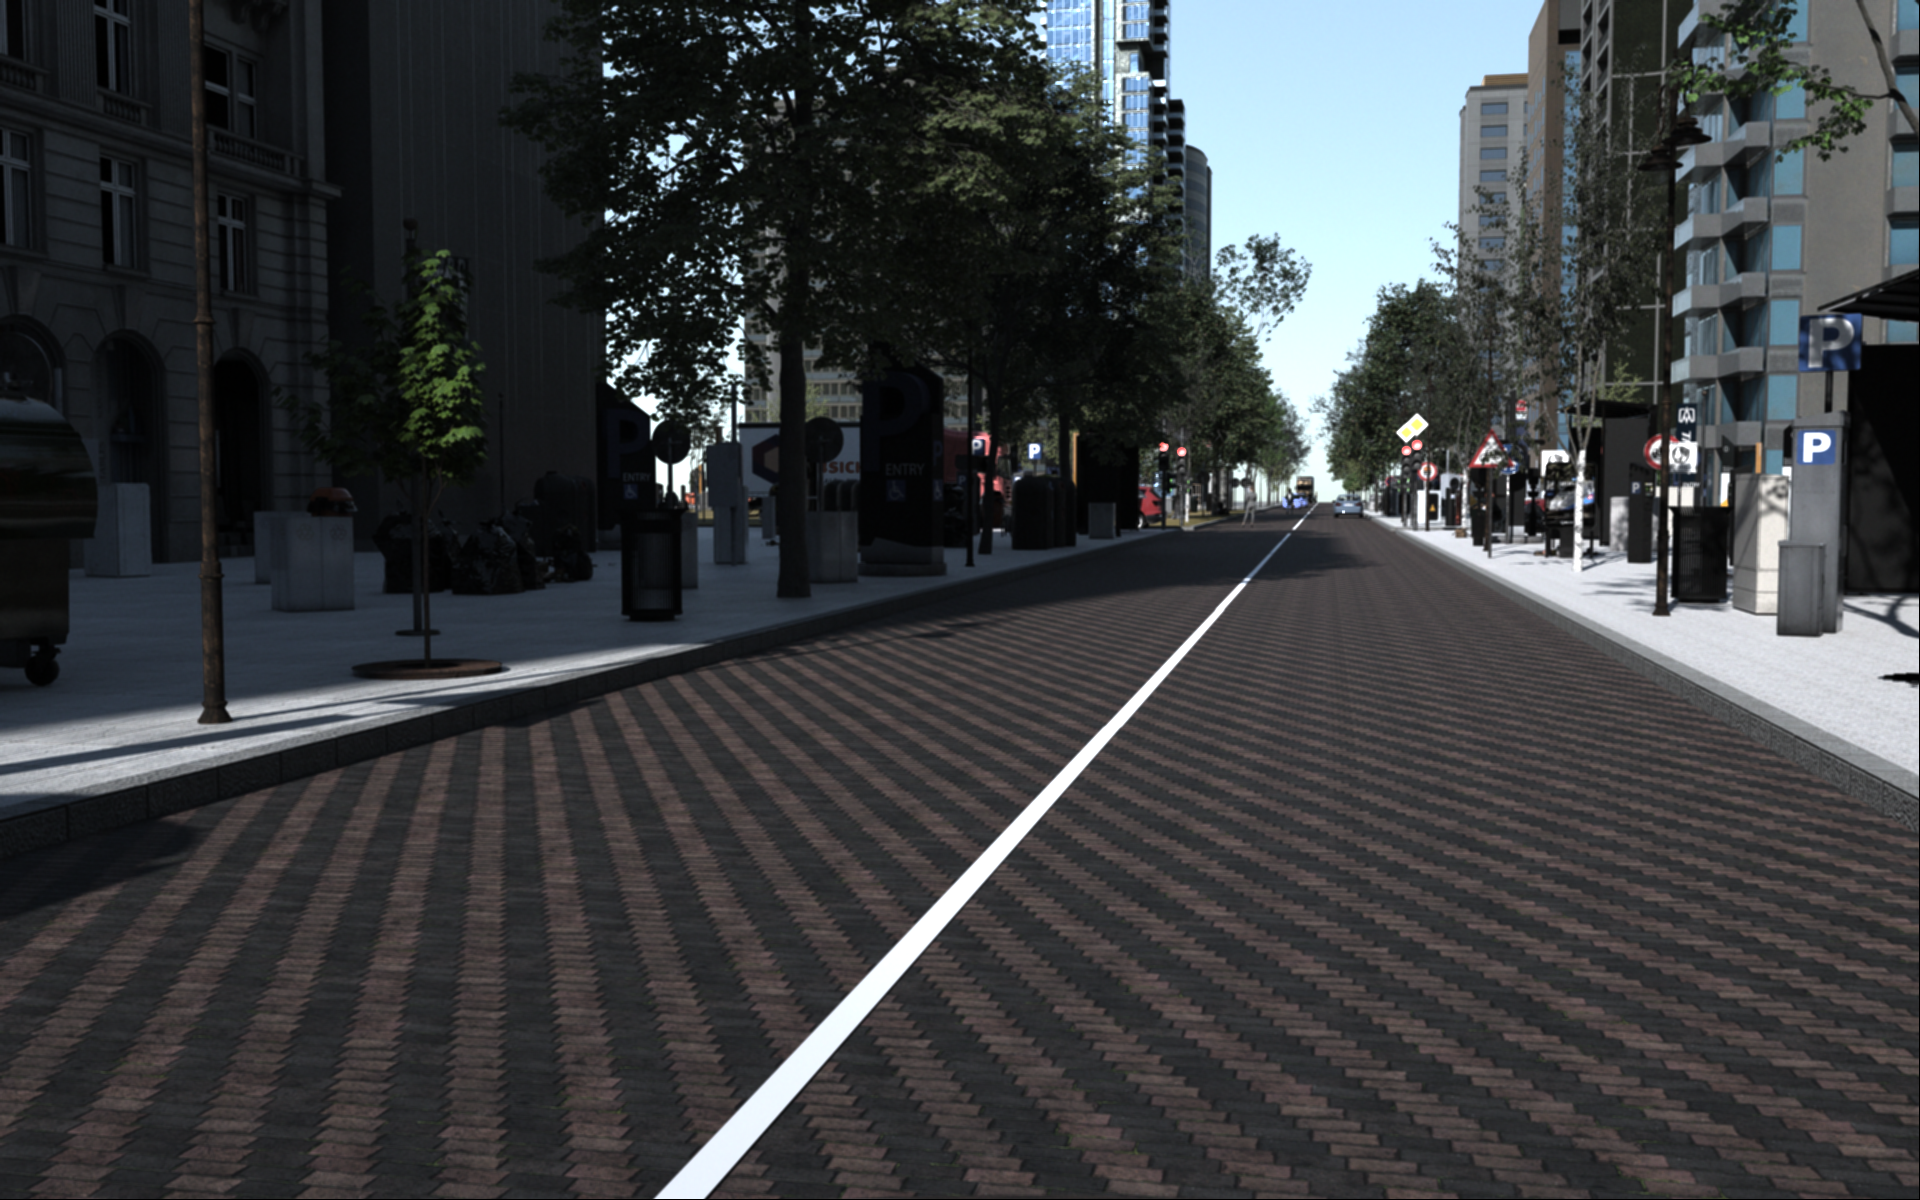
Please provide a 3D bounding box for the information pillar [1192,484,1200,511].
[{"bbox_3d":[17.242,-7.512,127.308,0.304,2.012,0.304,1,4,16],"label":"information pillar"}]

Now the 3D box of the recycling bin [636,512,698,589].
[{"bbox_3d":[-4.015,-0.684,23.735,0.722,1.027,0.722,-1,4,-20],"label":"recycling bin"}]

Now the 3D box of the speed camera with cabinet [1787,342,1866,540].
[{"bbox_3d":[11.372,-1.766,23.207,0.660,3.252,2.038,-1,4,-12],"label":"speed camera with cabinet"}]

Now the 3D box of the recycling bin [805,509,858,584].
[{"bbox_3d":[-1.976,-0.776,25.247,0.722,1.027,0.722,-3,5,-43],"label":"recycling bin"}]

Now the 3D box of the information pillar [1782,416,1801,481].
[{"bbox_3d":[25.111,-3.728,52.305,0.183,3.616,0.504,-3,5,-42],"label":"information pillar"}]

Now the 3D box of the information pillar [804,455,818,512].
[{"bbox_3d":[-2.757,-1.629,31.132,0.304,2.012,0.304,-3,5,-43],"label":"information pillar"}]

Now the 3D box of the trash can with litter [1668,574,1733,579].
[{"bbox_3d":[11.899,-0.935,26.349,2.233,1.210,1.678,1,4,13],"label":"trash can with litter"}]

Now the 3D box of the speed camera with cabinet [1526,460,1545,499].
[{"bbox_3d":[33.998,-6.552,101.459,2.038,3.252,0.660,-3,4,-38],"label":"speed camera with cabinet"}]

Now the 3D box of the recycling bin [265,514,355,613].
[{"bbox_3d":[-7.184,-0.406,19.200,0.722,1.027,0.722,-3,4,-37],"label":"recycling bin"}]

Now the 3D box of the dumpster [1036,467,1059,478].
[{"bbox_3d":[3.156,-3.673,62.548,1.502,2.255,1.985,1,4,12],"label":"dumpster"}]

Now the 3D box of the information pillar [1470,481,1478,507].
[{"bbox_3d":[28.836,-6.466,97.070,0.183,3.616,0.504,-3,4,-38],"label":"information pillar"}]

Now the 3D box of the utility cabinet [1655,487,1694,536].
[{"bbox_3d":[21.647,-2.687,52.617,1.173,1.500,0.318,2,4,27],"label":"utility cabinet"}]

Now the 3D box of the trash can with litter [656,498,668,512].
[{"bbox_3d":[-14.713,-4.343,82.073,1.678,1.210,2.233,-3,5,-44],"label":"trash can with litter"}]

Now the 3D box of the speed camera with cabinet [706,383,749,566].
[{"bbox_3d":[-4.234,-2.278,31.575,0.660,3.252,2.038,0,4,-2],"label":"speed camera with cabinet"}]

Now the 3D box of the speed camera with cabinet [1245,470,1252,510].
[{"bbox_3d":[23.095,-8.842,138.905,0.660,3.252,2.038,1,4,9],"label":"speed camera with cabinet"}]

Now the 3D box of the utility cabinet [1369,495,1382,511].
[{"bbox_3d":[32.446,-7.585,135.169,0.306,1.237,1.020,-3,5,-40],"label":"utility cabinet"}]

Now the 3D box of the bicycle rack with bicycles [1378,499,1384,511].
[{"bbox_3d":[32.745,-7.264,132.140,2.925,0.926,2.852,-2,4,-30],"label":"bicycle rack with bicycles"}]

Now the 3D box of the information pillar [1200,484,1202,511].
[{"bbox_3d":[18.252,-7.810,132.186,0.304,2.012,0.304,-3,5,-43],"label":"information pillar"}]

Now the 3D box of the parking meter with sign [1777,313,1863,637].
[{"bbox_3d":[8.016,-1.220,16.205,0.543,3.016,1.738,2,4,32],"label":"parking meter with sign"}]

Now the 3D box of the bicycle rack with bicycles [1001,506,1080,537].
[{"bbox_3d":[2.353,-2.396,52.555,2.852,0.926,2.925,0,4,6],"label":"bicycle rack with bicycles"}]

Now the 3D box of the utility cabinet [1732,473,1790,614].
[{"bbox_3d":[8.695,-0.619,18.800,0.318,1.500,1.173,1,4,13],"label":"utility cabinet"}]

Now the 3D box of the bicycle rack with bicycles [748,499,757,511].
[{"bbox_3d":[-15.910,-7.060,128.817,2.852,0.926,2.925,-3,5,-42],"label":"bicycle rack with bicycles"}]

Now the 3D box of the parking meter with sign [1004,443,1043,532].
[{"bbox_3d":[2.120,-3.827,58.840,0.543,3.016,1.738,2,4,34],"label":"parking meter with sign"}]

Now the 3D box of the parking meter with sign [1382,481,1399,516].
[{"bbox_3d":[25.647,-6.460,101.878,1.738,3.016,0.543,2,4,34],"label":"parking meter with sign"}]

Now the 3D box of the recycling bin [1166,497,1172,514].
[{"bbox_3d":[12.931,-5.929,109.500,0.722,1.027,0.722,3,5,45],"label":"recycling bin"}]

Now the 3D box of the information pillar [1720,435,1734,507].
[{"bbox_3d":[30.334,-4.719,68.509,0.504,3.616,0.183,0,4,-3],"label":"information pillar"}]

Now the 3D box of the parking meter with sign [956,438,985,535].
[{"bbox_3d":[0.178,-3.504,53.550,0.543,3.016,1.738,2,4,24],"label":"parking meter with sign"}]

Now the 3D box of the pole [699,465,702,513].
[{"bbox_3d":[-18.045,-7.740,120.398,0.158,3.312,0.155,0,3,0],"label":"pole"}]

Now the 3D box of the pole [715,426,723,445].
[{"bbox_3d":[-7.212,-3.551,51.908,0.158,3.312,0.155,0,3,0],"label":"pole"}]

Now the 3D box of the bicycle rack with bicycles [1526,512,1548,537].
[{"bbox_3d":[17.984,-2.243,50.057,2.925,0.926,2.852,1,4,23],"label":"bicycle rack with bicycles"}]

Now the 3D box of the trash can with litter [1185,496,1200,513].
[{"bbox_3d":[16.126,-6.650,120.107,1.055,1.170,0.624,-3,5,-42],"label":"trash can with litter"}]

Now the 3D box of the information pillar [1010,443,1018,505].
[{"bbox_3d":[2.373,-5.294,77.911,0.504,3.616,0.183,1,4,18],"label":"information pillar"}]

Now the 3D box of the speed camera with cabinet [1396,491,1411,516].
[{"bbox_3d":[26.118,-6.430,99.466,2.038,3.252,0.660,1,4,14],"label":"speed camera with cabinet"}]

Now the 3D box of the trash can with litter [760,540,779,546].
[{"bbox_3d":[-4.416,-1.999,43.741,1.678,1.210,2.233,2,4,29],"label":"trash can with litter"}]

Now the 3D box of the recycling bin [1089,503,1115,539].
[{"bbox_3d":[4.093,-2.282,49.862,0.722,1.027,0.722,1,4,9],"label":"recycling bin"}]

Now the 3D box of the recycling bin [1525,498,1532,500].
[{"bbox_3d":[36.927,-6.109,112.431,0.722,1.027,0.722,0,3,0],"label":"recycling bin"}]

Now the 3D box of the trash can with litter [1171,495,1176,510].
[{"bbox_3d":[16.696,-7.619,135.957,0.624,1.170,1.055,-1,4,-11],"label":"trash can with litter"}]

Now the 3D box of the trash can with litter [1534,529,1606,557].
[{"bbox_3d":[12.867,-1.544,36.302,2.233,1.210,1.678,-2,4,-34],"label":"trash can with litter"}]

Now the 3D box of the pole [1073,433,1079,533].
[{"bbox_3d":[3.859,-3.897,57.553,0.158,3.312,0.155,0,3,0],"label":"pole"}]

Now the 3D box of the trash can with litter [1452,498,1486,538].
[{"bbox_3d":[14.988,-2.411,50.805,1.055,1.170,0.624,2,4,27],"label":"trash can with litter"}]

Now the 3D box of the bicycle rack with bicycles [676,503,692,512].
[{"bbox_3d":[-20.351,-6.565,120.724,2.925,0.926,2.852,0,4,4],"label":"bicycle rack with bicycles"}]

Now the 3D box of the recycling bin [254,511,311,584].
[{"bbox_3d":[-9.759,-0.764,25.042,0.722,1.027,0.722,-1,4,-12],"label":"recycling bin"}]

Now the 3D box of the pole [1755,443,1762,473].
[{"bbox_3d":[31.623,-4.575,68.643,0.158,3.312,0.155,0,3,0],"label":"pole"}]

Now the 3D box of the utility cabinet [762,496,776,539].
[{"bbox_3d":[-5.537,-2.382,50.115,0.306,1.237,1.020,0,4,0],"label":"utility cabinet"}]

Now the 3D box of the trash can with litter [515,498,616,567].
[{"bbox_3d":[-7.266,-1.204,30.735,2.233,1.210,1.678,0,4,2],"label":"trash can with litter"}]

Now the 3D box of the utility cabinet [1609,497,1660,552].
[{"bbox_3d":[15.141,-1.694,38.853,1.020,1.237,0.306,2,4,32],"label":"utility cabinet"}]

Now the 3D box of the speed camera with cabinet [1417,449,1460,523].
[{"bbox_3d":[21.089,-5.016,76.347,2.038,3.252,0.660,-2,4,-27],"label":"speed camera with cabinet"}]

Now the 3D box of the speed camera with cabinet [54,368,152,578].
[{"bbox_3d":[-13.498,-2.002,27.071,2.038,3.252,0.660,2,4,34],"label":"speed camera with cabinet"}]

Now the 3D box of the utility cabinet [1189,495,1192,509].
[{"bbox_3d":[18.787,-7.962,141.338,0.306,1.237,1.020,2,4,29],"label":"utility cabinet"}]

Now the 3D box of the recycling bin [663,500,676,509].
[{"bbox_3d":[-16.857,-5.348,99.994,0.722,1.027,0.722,-3,5,-43],"label":"recycling bin"}]

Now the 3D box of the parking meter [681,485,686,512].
[{"bbox_3d":[-17.890,-6.500,111.983,0.255,1.863,0.399,0,4,-2],"label":"parking meter"}]

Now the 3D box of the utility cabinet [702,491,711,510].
[{"bbox_3d":[-20.119,-7.854,137.096,0.318,1.500,1.173,3,5,45],"label":"utility cabinet"}]

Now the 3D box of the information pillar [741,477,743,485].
[{"bbox_3d":[-8.081,-3.574,62.921,0.304,2.012,0.304,1,4,20],"label":"information pillar"}]
